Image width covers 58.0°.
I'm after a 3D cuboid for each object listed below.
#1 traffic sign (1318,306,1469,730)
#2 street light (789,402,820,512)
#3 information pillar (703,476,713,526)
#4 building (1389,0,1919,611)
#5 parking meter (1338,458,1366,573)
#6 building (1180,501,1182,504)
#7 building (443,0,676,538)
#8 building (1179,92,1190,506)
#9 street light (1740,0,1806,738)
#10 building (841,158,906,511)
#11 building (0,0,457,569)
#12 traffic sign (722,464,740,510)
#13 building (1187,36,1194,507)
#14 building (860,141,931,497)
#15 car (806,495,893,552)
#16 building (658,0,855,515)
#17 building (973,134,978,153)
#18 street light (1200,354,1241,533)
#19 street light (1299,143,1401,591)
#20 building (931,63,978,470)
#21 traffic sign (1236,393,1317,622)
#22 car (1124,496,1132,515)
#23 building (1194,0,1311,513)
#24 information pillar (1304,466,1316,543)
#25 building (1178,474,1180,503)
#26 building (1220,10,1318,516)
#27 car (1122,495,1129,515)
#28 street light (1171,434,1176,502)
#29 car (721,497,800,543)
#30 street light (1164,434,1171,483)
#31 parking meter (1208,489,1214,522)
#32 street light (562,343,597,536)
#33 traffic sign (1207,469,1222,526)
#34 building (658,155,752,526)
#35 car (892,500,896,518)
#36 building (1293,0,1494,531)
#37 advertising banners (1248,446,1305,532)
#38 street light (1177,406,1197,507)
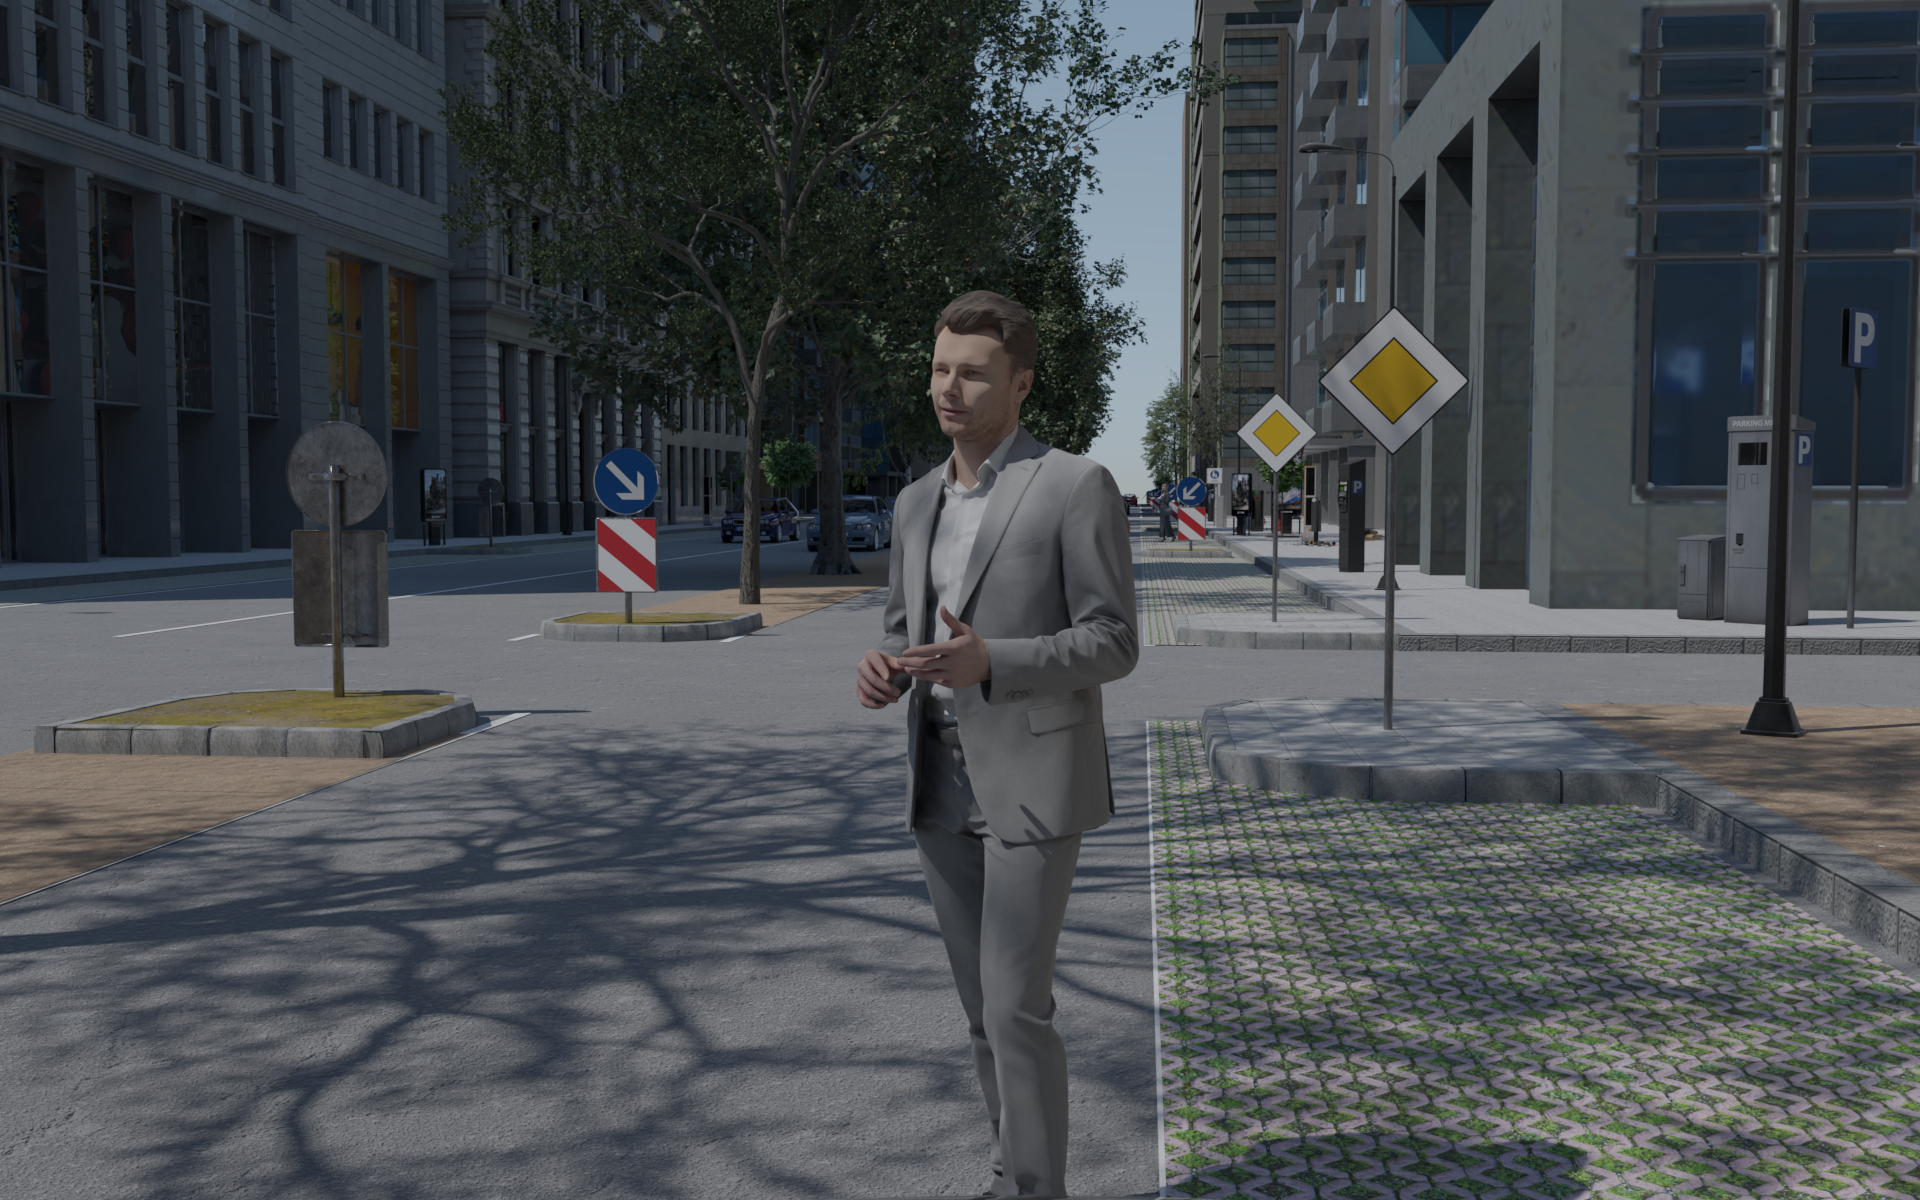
[{"bbox_3d":[2.328,-0.350,9.369,0.795,2.450,0.064,0,4,6],"label":"traffic sign"},{"bbox_3d":[-8.083,-7.047,87.758,1.470,5.913,1.316,0,4,6],"label":"street light"},{"bbox_3d":[-10.239,-4.027,70.339,0.304,2.012,0.304,1,4,13],"label":"information pillar"},{"bbox_3d":[23.142,-43.640,26.181,31.000,86.520,22.319,0,4,6],"label":"building"},{"bbox_3d":[6.417,-1.386,28.375,0.399,1.863,0.255,-2,4,-25],"label":"parking meter"},{"bbox_3d":[37.355,-35.647,206.523,21.300,48.544,21.600,0,4,6],"label":"building"},{"bbox_3d":[-17.556,-14.115,59.653,11.050,23.489,19.941,0,4,6],"label":"building"},{"bbox_3d":[31.176,-32.943,188.722,14.600,45.320,14.200,0,4,6],"label":"building"},{"bbox_3d":[3.819,-2.240,9.165,1.470,5.913,1.316,0,4,6],"label":"street light"},{"bbox_3d":[-20.934,-27.224,136.991,32.217,40.220,23.993,0,4,6],"label":"building"},{"bbox_3d":[-21.458,-15.744,34.905,11.434,29.767,29.804,0,4,6],"label":"building"},{"bbox_3d":[-9.752,-4.503,73.725,0.768,2.556,0.104,1,4,10],"label":"traffic sign"},{"bbox_3d":[27.894,-29.012,157.934,14.154,41.232,14.086,0,4,6],"label":"building"},{"bbox_3d":[-10.340,-30.900,155.324,14.600,45.320,14.200,0,4,6],"label":"building"},{"bbox_3d":[-2.764,-1.998,44.663,2.014,1.417,4.499,0,4,6],"label":"car"},{"bbox_3d":[-18.883,-27.838,109.774,22.147,44.769,28.867,0,4,6],"label":"building"},{"bbox_3d":[-7.052,-36.833,221.832,23.786,49.044,30.456,0,4,6],"label":"building"},{"bbox_3d":[8.745,-5.205,57.642,1.470,5.913,1.316,0,4,6],"label":"street light"},{"bbox_3d":[5.182,-3.088,23.038,1.470,5.913,1.316,0,4,6],"label":"street light"},{"bbox_3d":[-13.170,-36.944,193.276,28.713,52.752,27.495,0,4,6],"label":"building"},{"bbox_3d":[3.152,-0.836,17.311,0.795,2.450,0.064,0,4,6],"label":"traffic sign"},{"bbox_3d":[10.989,-6.615,120.731,1.945,1.354,3.894,0,4,5],"label":"car"},{"bbox_3d":[27.857,-30.657,124.939,21.300,48.544,21.600,0,4,6],"label":"building"},{"bbox_3d":[9.227,-2.519,45.671,0.304,2.012,0.304,1,4,9],"label":"information pillar"},{"bbox_3d":[41.152,-56.233,232.084,22.319,86.520,31.000,0,4,6],"label":"building"},{"bbox_3d":[23.034,-20.532,107.405,14.160,30.474,14.107,0,4,6],"label":"building"},{"bbox_3d":[10.342,-6.381,116.334,2.014,1.417,4.499,0,4,7],"label":"car"},{"bbox_3d":[12.916,-7.706,98.542,1.470,5.913,1.316,0,4,6],"label":"street light"},{"bbox_3d":[-5.964,-2.408,51.945,1.945,1.354,3.894,0,4,7],"label":"car"},{"bbox_3d":[16.663,-9.841,133.433,1.470,5.913,1.316,0,4,6],"label":"street light"},{"bbox_3d":[11.663,-4.392,80.225,0.372,1.533,0.369,0,3,0],"label":"parking meter"},{"bbox_3d":[-11.660,-4.953,53.525,1.470,5.913,1.316,0,4,6],"label":"street light"},{"bbox_3d":[10.166,-4.100,69.169,0.606,2.300,0.079,1,4,9],"label":"traffic sign"},{"bbox_3d":[-16.291,-13.659,78.083,10.420,20.320,16.860,0,4,6],"label":"building"},{"bbox_3d":[-2.583,-5.007,91.448,1.945,1.707,3.694,0,4,5],"label":"car"},{"bbox_3d":[25.297,-27.439,68.243,23.786,49.044,30.456,0,4,6],"label":"building"},{"bbox_3d":[10.811,-3.844,59.043,2.074,3.025,0.090,-1,4,-14],"label":"advertising banners"},{"bbox_3d":[12.348,-7.299,91.873,1.470,5.913,1.316,0,4,6],"label":"street light"}]
